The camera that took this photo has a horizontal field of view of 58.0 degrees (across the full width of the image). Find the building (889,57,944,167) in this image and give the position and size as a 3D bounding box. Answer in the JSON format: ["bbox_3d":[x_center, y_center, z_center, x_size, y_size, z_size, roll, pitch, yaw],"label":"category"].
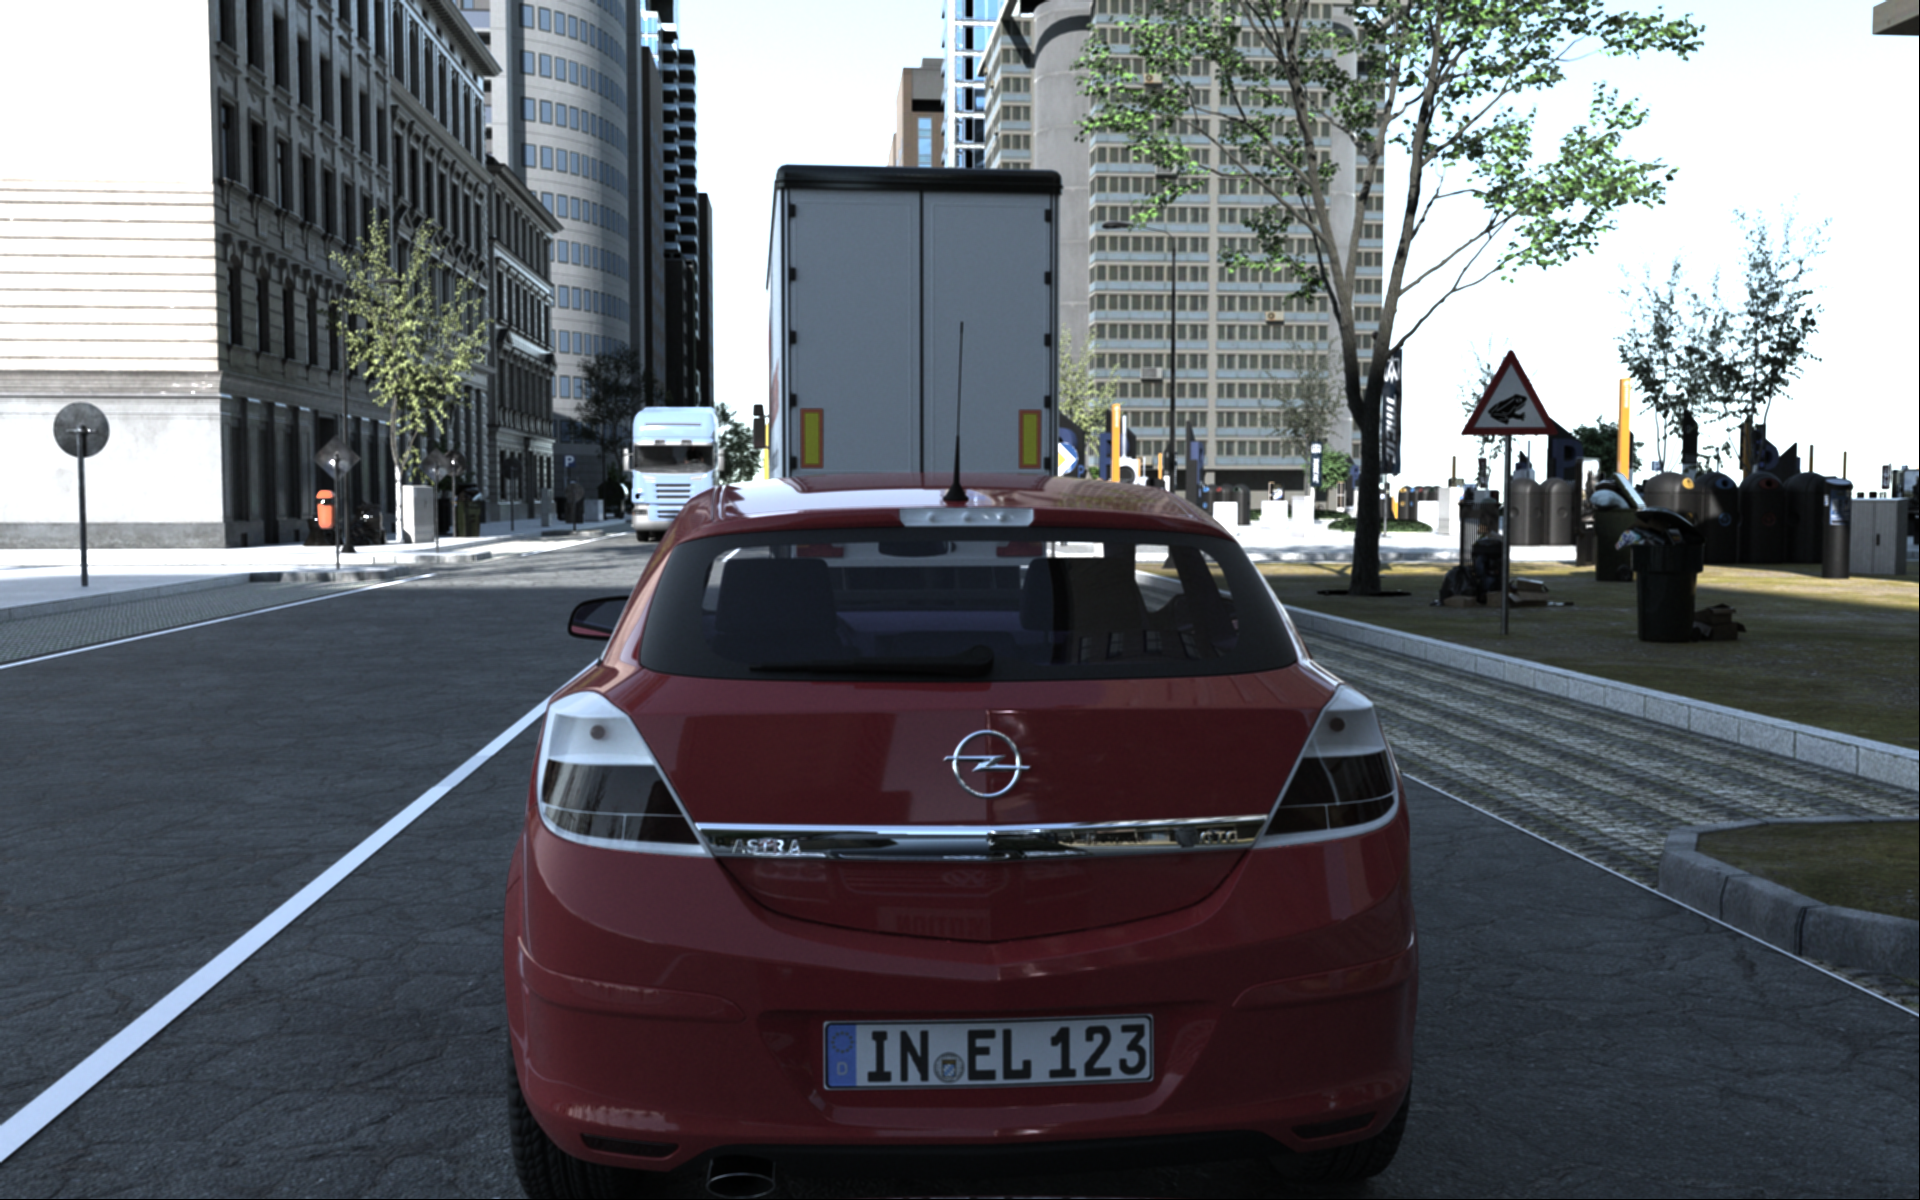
[{"bbox_3d":[0.612,-32.388,179.647,14.600,45.320,14.200,0,4,-5],"label":"building"}]

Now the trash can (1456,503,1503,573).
[{"bbox_3d":[8.467,-1.014,28.234,0.748,1.137,0.748,0,3,0],"label":"trash can"}]

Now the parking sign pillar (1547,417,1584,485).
[{"bbox_3d":[21.337,-4.432,60.933,1.447,3.967,1.447,-1,4,-14],"label":"parking sign pillar"}]

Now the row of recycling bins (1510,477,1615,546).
[{"bbox_3d":[15.299,-2.226,43.509,3.534,1.692,1.069,-1,4,-19],"label":"row of recycling bins"}]

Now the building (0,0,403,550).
[{"bbox_3d":[-22.548,-12.170,48.123,9.793,20.994,18.267,0,4,-5],"label":"building"}]

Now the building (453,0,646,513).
[{"bbox_3d":[-34.728,-35.620,124.379,21.231,58.520,28.212,0,4,-5],"label":"building"}]

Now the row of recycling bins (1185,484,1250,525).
[{"bbox_3d":[10.815,-4.010,72.678,1.069,1.692,3.534,-3,4,-36],"label":"row of recycling bins"}]

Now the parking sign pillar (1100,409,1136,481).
[{"bbox_3d":[4.965,-4.047,54.644,1.447,3.967,1.447,-3,4,-36],"label":"parking sign pillar"}]

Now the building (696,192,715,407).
[{"bbox_3d":[-42.767,-36.660,249.507,14.600,45.320,14.200,0,4,-5],"label":"building"}]

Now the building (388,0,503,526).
[{"bbox_3d":[-24.951,-14.573,67.144,11.050,23.489,19.941,0,4,-5],"label":"building"}]

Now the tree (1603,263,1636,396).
[{"bbox_3d":[20.994,-6.159,51.065,4.360,8.622,3.978,0,3,0],"label":"tree"}]

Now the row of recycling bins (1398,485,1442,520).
[{"bbox_3d":[22.485,-4.719,84.271,1.069,1.692,3.534,-1,4,-17],"label":"row of recycling bins"}]

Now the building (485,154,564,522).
[{"bbox_3d":[-26.778,-13.675,88.210,10.561,19.102,19.286,0,4,-5],"label":"building"}]

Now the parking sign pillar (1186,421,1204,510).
[{"bbox_3d":[8.722,-4.642,64.367,1.447,3.967,1.447,1,4,19],"label":"parking sign pillar"}]

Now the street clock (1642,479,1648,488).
[{"bbox_3d":[33.360,-4.877,84.316,0.358,2.002,0.471,2,4,32],"label":"street clock"}]

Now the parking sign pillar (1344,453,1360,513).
[{"bbox_3d":[26.137,-7.748,115.160,1.447,3.967,1.447,3,4,36],"label":"parking sign pillar"}]

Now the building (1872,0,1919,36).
[{"bbox_3d":[25.038,-25.612,8.003,28.713,52.752,27.495,0,4,-5],"label":"building"}]

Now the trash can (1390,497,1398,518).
[{"bbox_3d":[22.254,-4.732,89.025,0.748,1.137,0.748,0,3,0],"label":"trash can"}]

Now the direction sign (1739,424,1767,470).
[{"bbox_3d":[25.686,-3.926,56.183,0.379,3.537,0.876,-3,4,-36],"label":"direction sign"}]

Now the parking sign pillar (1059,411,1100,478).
[{"bbox_3d":[2.974,-3.782,50.307,1.447,3.967,1.447,3,4,37],"label":"parking sign pillar"}]

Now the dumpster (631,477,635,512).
[{"bbox_3d":[-18.720,-5.779,96.988,1.502,2.255,1.985,0,4,-5],"label":"dumpster"}]

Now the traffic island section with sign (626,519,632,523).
[{"bbox_3d":[-15.735,-4.803,87.161,1.989,1.847,2.006,0,4,-5],"label":"traffic island section with sign"}]

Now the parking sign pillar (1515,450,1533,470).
[{"bbox_3d":[34.324,-7.158,105.511,1.447,3.967,1.447,-1,4,-13],"label":"parking sign pillar"}]

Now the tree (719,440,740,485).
[{"bbox_3d":[-30.001,-16.580,221.452,4.737,8.622,4.395,0,3,0],"label":"tree"}]

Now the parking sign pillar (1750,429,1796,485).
[{"bbox_3d":[31.375,-4.842,67.632,1.447,3.967,1.447,-1,4,-14],"label":"parking sign pillar"}]

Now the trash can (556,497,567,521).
[{"bbox_3d":[-19.178,-4.412,83.787,0.748,1.137,0.748,0,3,0],"label":"trash can"}]

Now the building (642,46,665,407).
[{"bbox_3d":[-36.690,-31.826,170.458,14.600,45.320,14.200,0,4,-5],"label":"building"}]

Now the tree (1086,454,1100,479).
[{"bbox_3d":[5.338,-4.203,63.326,1.663,3.219,1.824,0,3,0],"label":"tree"}]

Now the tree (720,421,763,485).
[{"bbox_3d":[-33.797,-21.426,268.437,7.486,12.596,7.792,0,3,0],"label":"tree"}]

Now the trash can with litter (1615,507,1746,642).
[{"bbox_3d":[6.352,-0.235,15.225,1.055,1.170,0.624,-2,4,-25],"label":"trash can with litter"}]

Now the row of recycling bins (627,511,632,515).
[{"bbox_3d":[-20.293,-6.215,108.728,1.069,1.692,3.534,-1,4,-16],"label":"row of recycling bins"}]

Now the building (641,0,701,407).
[{"bbox_3d":[-44.120,-55.830,225.484,22.319,86.520,31.000,0,4,-5],"label":"building"}]

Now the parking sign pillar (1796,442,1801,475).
[{"bbox_3d":[43.141,-6.224,90.233,1.447,3.967,1.447,-1,4,-18],"label":"parking sign pillar"}]

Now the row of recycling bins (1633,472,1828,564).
[{"bbox_3d":[14.394,-1.529,32.115,3.534,1.692,1.069,0,4,-6],"label":"row of recycling bins"}]

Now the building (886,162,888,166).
[{"bbox_3d":[0.334,-37.546,233.482,23.786,49.044,30.456,0,4,-5],"label":"building"}]

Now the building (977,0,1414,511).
[{"bbox_3d":[14.694,-26.845,130.795,32.217,40.220,23.993,0,4,-5],"label":"building"}]

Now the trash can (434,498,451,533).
[{"bbox_3d":[-17.028,-2.755,56.695,0.748,1.137,0.748,0,3,0],"label":"trash can"}]

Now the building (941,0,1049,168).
[{"bbox_3d":[7.050,-51.596,156.260,22.319,86.520,31.000,0,4,-5],"label":"building"}]

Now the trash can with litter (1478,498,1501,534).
[{"bbox_3d":[16.846,-2.681,55.225,0.624,1.170,1.055,2,4,25],"label":"trash can with litter"}]

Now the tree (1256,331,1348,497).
[{"bbox_3d":[15.548,-7.753,77.128,4.360,8.622,3.978,0,3,0],"label":"tree"}]

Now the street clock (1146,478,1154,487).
[{"bbox_3d":[8.672,-4.528,78.599,0.471,2.002,0.358,-2,4,-31],"label":"street clock"}]

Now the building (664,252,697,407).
[{"bbox_3d":[-38.583,-26.456,204.251,14.160,30.474,14.107,0,4,-5],"label":"building"}]

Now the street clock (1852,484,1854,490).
[{"bbox_3d":[59.551,-6.812,115.949,0.358,2.002,0.471,-1,4,-11],"label":"street clock"}]

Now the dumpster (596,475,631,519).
[{"bbox_3d":[-18.064,-5.347,89.921,1.502,2.255,1.985,0,4,-5],"label":"dumpster"}]

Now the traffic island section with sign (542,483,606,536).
[{"bbox_3d":[-13.323,-3.134,59.868,1.989,1.847,2.006,0,4,-5],"label":"traffic island section with sign"}]

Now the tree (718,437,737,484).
[{"bbox_3d":[-28.662,-15.700,207.062,4.360,8.622,3.978,0,3,0],"label":"tree"}]
